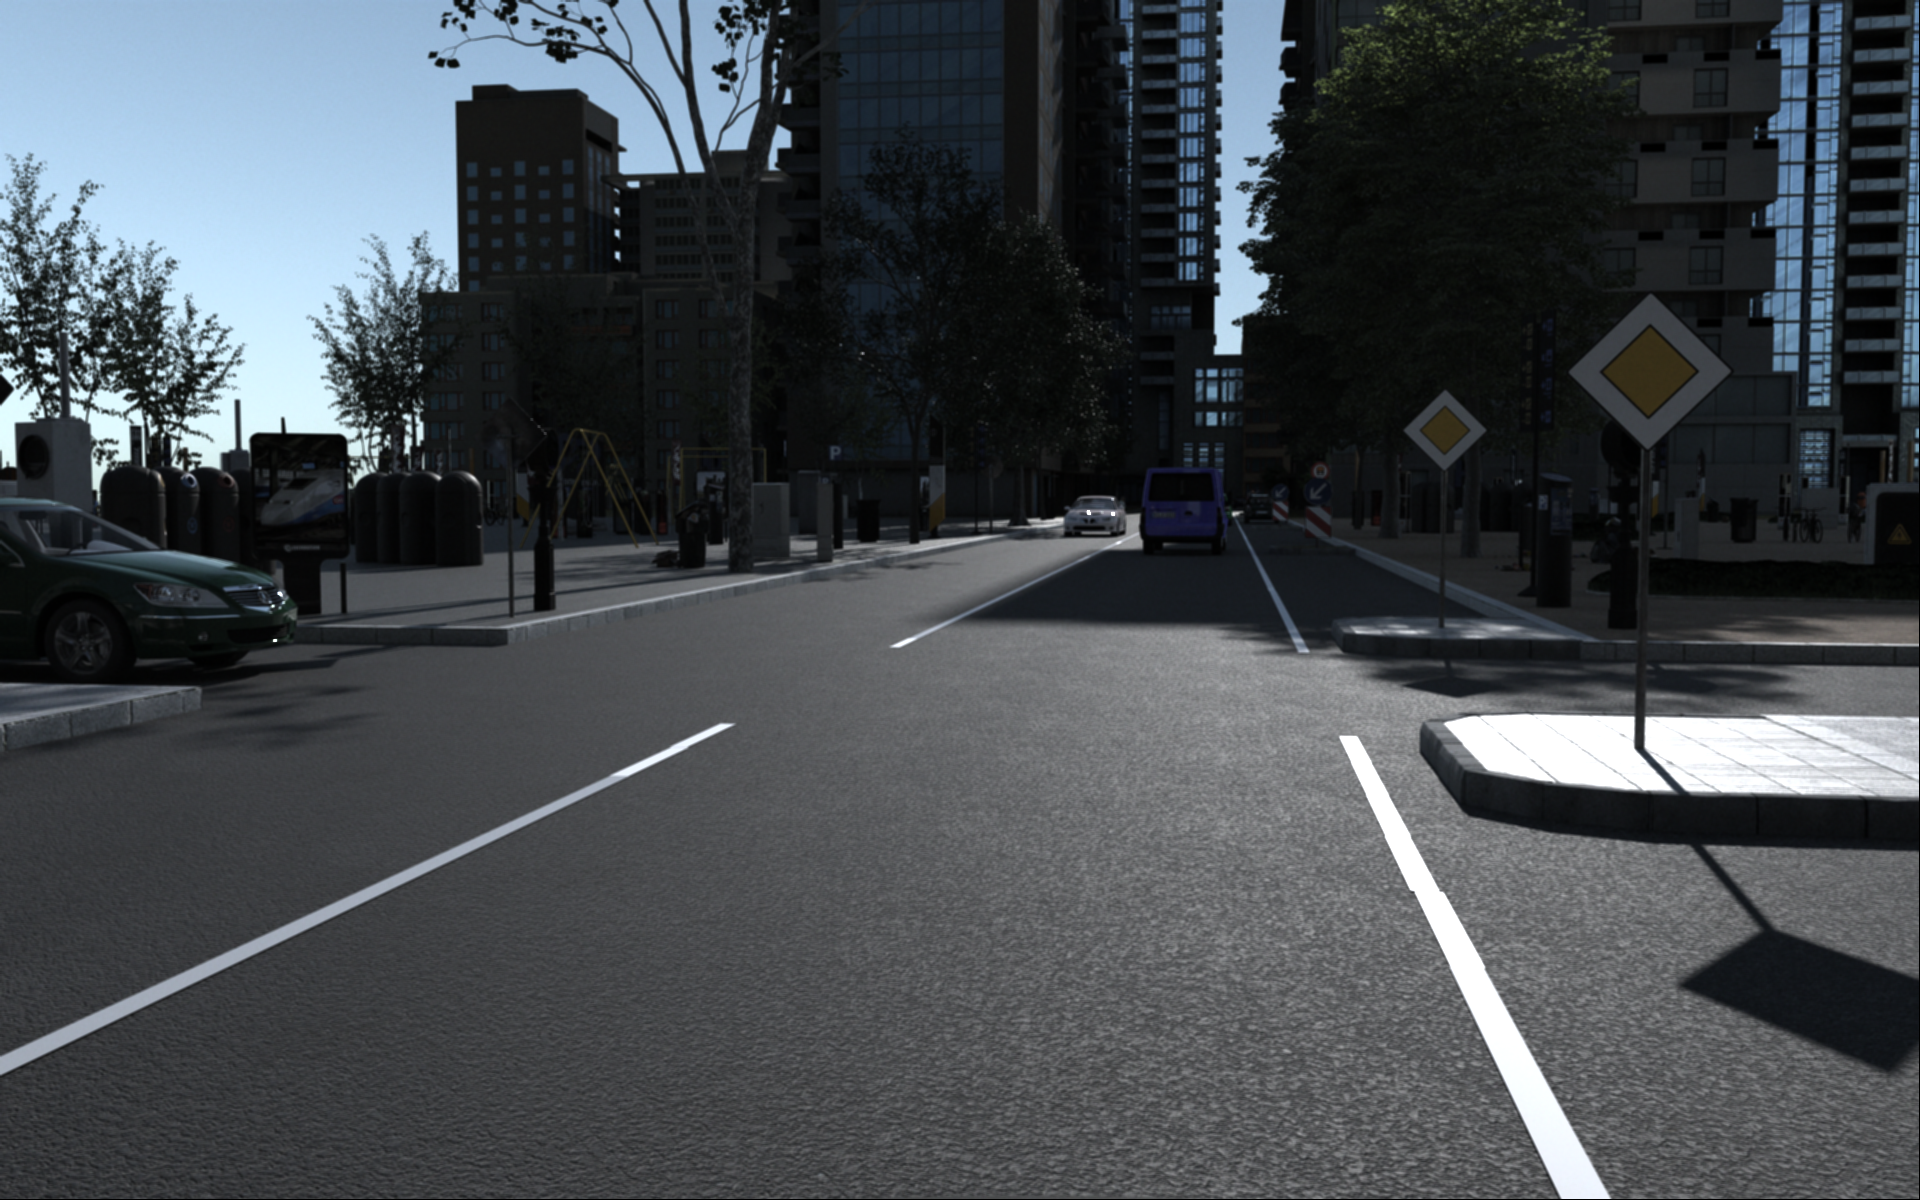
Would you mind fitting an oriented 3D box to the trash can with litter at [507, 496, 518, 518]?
[{"bbox_3d":[-23.730,-4.911,91.688,0.624,1.170,1.055,-3,4,-37],"label":"trash can with litter"}]

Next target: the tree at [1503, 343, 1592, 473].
[{"bbox_3d":[28.181,-8.092,82.672,4.737,8.622,4.395,0,3,0],"label":"tree"}]

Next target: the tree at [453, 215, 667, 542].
[{"bbox_3d":[-10.555,-5.884,46.559,4.360,8.622,3.978,0,3,0],"label":"tree"}]

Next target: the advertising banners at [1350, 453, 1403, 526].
[{"bbox_3d":[16.784,-4.498,69.726,2.074,3.025,0.090,1,4,11],"label":"advertising banners"}]

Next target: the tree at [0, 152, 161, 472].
[{"bbox_3d":[-19.619,-5.338,37.632,4.360,8.622,3.978,0,3,0],"label":"tree"}]

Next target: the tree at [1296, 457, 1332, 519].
[{"bbox_3d":[18.237,-5.778,89.068,1.663,3.219,1.824,0,3,0],"label":"tree"}]

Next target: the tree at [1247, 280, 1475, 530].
[{"bbox_3d":[14.262,-7.814,62.164,8.767,10.594,7.601,1,4,23],"label":"tree"}]

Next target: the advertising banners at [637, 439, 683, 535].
[{"bbox_3d":[-9.443,-3.577,54.676,0.090,3.025,2.074,2,4,34],"label":"advertising banners"}]

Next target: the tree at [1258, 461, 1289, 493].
[{"bbox_3d":[30.435,-11.220,167.165,4.285,4.588,4.351,0,3,0],"label":"tree"}]

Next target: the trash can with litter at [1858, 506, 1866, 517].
[{"bbox_3d":[20.261,-1.631,38.054,1.055,1.170,0.624,-3,4,-39],"label":"trash can with litter"}]

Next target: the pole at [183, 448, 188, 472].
[{"bbox_3d":[-33.907,-5.018,75.893,0.158,3.312,0.155,0,3,0],"label":"pole"}]

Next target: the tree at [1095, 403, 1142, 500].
[{"bbox_3d":[12.457,-11.582,139.723,4.737,8.622,4.395,0,3,0],"label":"tree"}]

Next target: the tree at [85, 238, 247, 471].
[{"bbox_3d":[-23.170,-6.101,50.108,4.737,8.622,4.395,0,3,0],"label":"tree"}]

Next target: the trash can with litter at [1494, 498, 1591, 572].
[{"bbox_3d":[9.869,-1.111,29.222,1.678,1.210,2.233,3,5,44],"label":"trash can with litter"}]

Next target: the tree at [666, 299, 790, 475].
[{"bbox_3d":[-8.509,-6.998,64.775,4.737,8.622,4.395,0,3,0],"label":"tree"}]

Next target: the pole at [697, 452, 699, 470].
[{"bbox_3d":[-12.674,-5.533,84.309,0.158,3.312,0.155,0,3,0],"label":"pole"}]

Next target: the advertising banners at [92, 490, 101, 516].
[{"bbox_3d":[-33.146,-4.274,66.072,2.074,3.025,0.090,0,4,3],"label":"advertising banners"}]

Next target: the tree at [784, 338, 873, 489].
[{"bbox_3d":[-6.249,-7.865,78.948,4.360,8.622,3.978,0,3,0],"label":"tree"}]

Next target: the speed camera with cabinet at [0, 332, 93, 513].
[{"bbox_3d":[-11.652,-1.654,21.383,2.038,3.252,0.660,2,4,26],"label":"speed camera with cabinet"}]

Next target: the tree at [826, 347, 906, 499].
[{"bbox_3d":[-4.786,-8.225,84.835,4.737,8.622,4.395,0,3,0],"label":"tree"}]

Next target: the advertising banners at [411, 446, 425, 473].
[{"bbox_3d":[-20.384,-4.059,62.552,2.074,3.025,0.090,-1,4,-19],"label":"advertising banners"}]

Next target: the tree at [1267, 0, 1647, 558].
[{"bbox_3d":[9.941,-7.129,34.685,7.486,12.596,7.792,0,3,0],"label":"tree"}]

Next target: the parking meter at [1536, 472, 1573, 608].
[{"bbox_3d":[6.762,-0.690,19.686,0.372,1.533,0.369,0,3,0],"label":"parking meter"}]

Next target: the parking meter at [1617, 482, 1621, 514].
[{"bbox_3d":[31.765,-4.744,83.276,0.255,1.863,0.399,1,4,19],"label":"parking meter"}]

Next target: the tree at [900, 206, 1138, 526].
[{"bbox_3d":[2.321,-9.328,69.523,9.611,12.733,9.660,0,3,0],"label":"tree"}]

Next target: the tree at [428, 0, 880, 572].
[{"bbox_3d":[-4.047,-10.620,29.523,12.611,20.169,13.585,0,3,0],"label":"tree"}]

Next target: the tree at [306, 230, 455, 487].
[{"bbox_3d":[-15.412,-5.953,47.701,4.360,8.622,3.978,0,3,0],"label":"tree"}]

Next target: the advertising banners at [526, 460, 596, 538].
[{"bbox_3d":[-11.680,-3.319,50.454,2.074,3.025,0.090,-1,4,-23],"label":"advertising banners"}]

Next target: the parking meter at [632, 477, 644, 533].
[{"bbox_3d":[-10.652,-3.156,57.318,0.399,1.863,0.255,-1,4,-11],"label":"parking meter"}]

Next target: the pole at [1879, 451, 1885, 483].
[{"bbox_3d":[43.294,-5.351,81.340,0.158,3.312,0.155,0,3,0],"label":"pole"}]

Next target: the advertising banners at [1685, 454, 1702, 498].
[{"bbox_3d":[32.679,-4.954,77.185,0.090,3.025,2.074,0,4,6],"label":"advertising banners"}]

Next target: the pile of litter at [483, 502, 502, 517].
[{"bbox_3d":[-26.004,-5.048,96.500,1.719,0.858,1.176,2,4,26],"label":"pile of litter"}]

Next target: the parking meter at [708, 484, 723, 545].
[{"bbox_3d":[-6.221,-2.185,44.137,0.372,1.533,0.369,0,3,0],"label":"parking meter"}]

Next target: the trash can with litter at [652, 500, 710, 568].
[{"bbox_3d":[-4.908,-1.154,30.260,1.055,1.170,0.624,2,4,24],"label":"trash can with litter"}]

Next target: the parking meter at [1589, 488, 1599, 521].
[{"bbox_3d":[25.710,-3.780,70.209,0.372,1.533,0.369,0,3,0],"label":"parking meter"}]

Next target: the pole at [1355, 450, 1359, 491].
[{"bbox_3d":[18.453,-5.296,80.431,0.158,3.312,0.155,0,3,0],"label":"pole"}]

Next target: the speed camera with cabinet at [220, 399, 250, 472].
[{"bbox_3d":[-14.584,-2.596,36.787,2.038,3.252,0.660,-2,4,-28],"label":"speed camera with cabinet"}]

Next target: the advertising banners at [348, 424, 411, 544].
[{"bbox_3d":[-14.719,-2.905,43.682,2.074,3.025,0.090,2,4,28],"label":"advertising banners"}]

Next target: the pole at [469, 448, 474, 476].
[{"bbox_3d":[-21.537,-5.054,76.471,0.158,3.312,0.155,0,3,0],"label":"pole"}]

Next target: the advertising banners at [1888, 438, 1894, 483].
[{"bbox_3d":[29.830,-3.603,55.105,2.074,3.025,0.090,-3,5,-44],"label":"advertising banners"}]

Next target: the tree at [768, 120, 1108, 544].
[{"bbox_3d":[-1.373,-6.722,44.323,8.767,10.594,7.601,2,4,29],"label":"tree"}]

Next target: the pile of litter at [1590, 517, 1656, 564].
[{"bbox_3d":[12.456,-1.117,32.224,1.719,0.858,1.176,-2,4,-25],"label":"pile of litter"}]

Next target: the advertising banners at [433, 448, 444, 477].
[{"bbox_3d":[-18.969,-4.206,64.961,2.074,3.025,0.090,2,4,29],"label":"advertising banners"}]

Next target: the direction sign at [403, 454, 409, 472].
[{"bbox_3d":[-31.231,-6.446,97.387,0.876,3.537,0.379,3,4,37],"label":"direction sign"}]

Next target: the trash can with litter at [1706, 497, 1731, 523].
[{"bbox_3d":[34.150,-4.071,77.940,1.055,1.170,0.624,2,4,27],"label":"trash can with litter"}]

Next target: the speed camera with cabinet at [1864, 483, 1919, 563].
[{"bbox_3d":[14.658,-1.924,25.787,2.038,3.252,0.660,2,4,28],"label":"speed camera with cabinet"}]

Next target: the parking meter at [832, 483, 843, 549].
[{"bbox_3d":[-2.923,-1.963,40.500,0.372,1.533,0.369,0,3,0],"label":"parking meter"}]

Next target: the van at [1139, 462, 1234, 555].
[{"bbox_3d":[5.557,-2.332,42.507,2.240,2.365,5.245,1,4,10],"label":"van"}]

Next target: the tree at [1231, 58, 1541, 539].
[{"bbox_3d":[12.385,-8.753,49.771,9.857,13.997,8.962,0,3,0],"label":"tree"}]

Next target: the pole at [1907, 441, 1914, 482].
[{"bbox_3d":[36.694,-4.469,66.904,0.158,3.312,0.155,0,3,0],"label":"pole"}]
